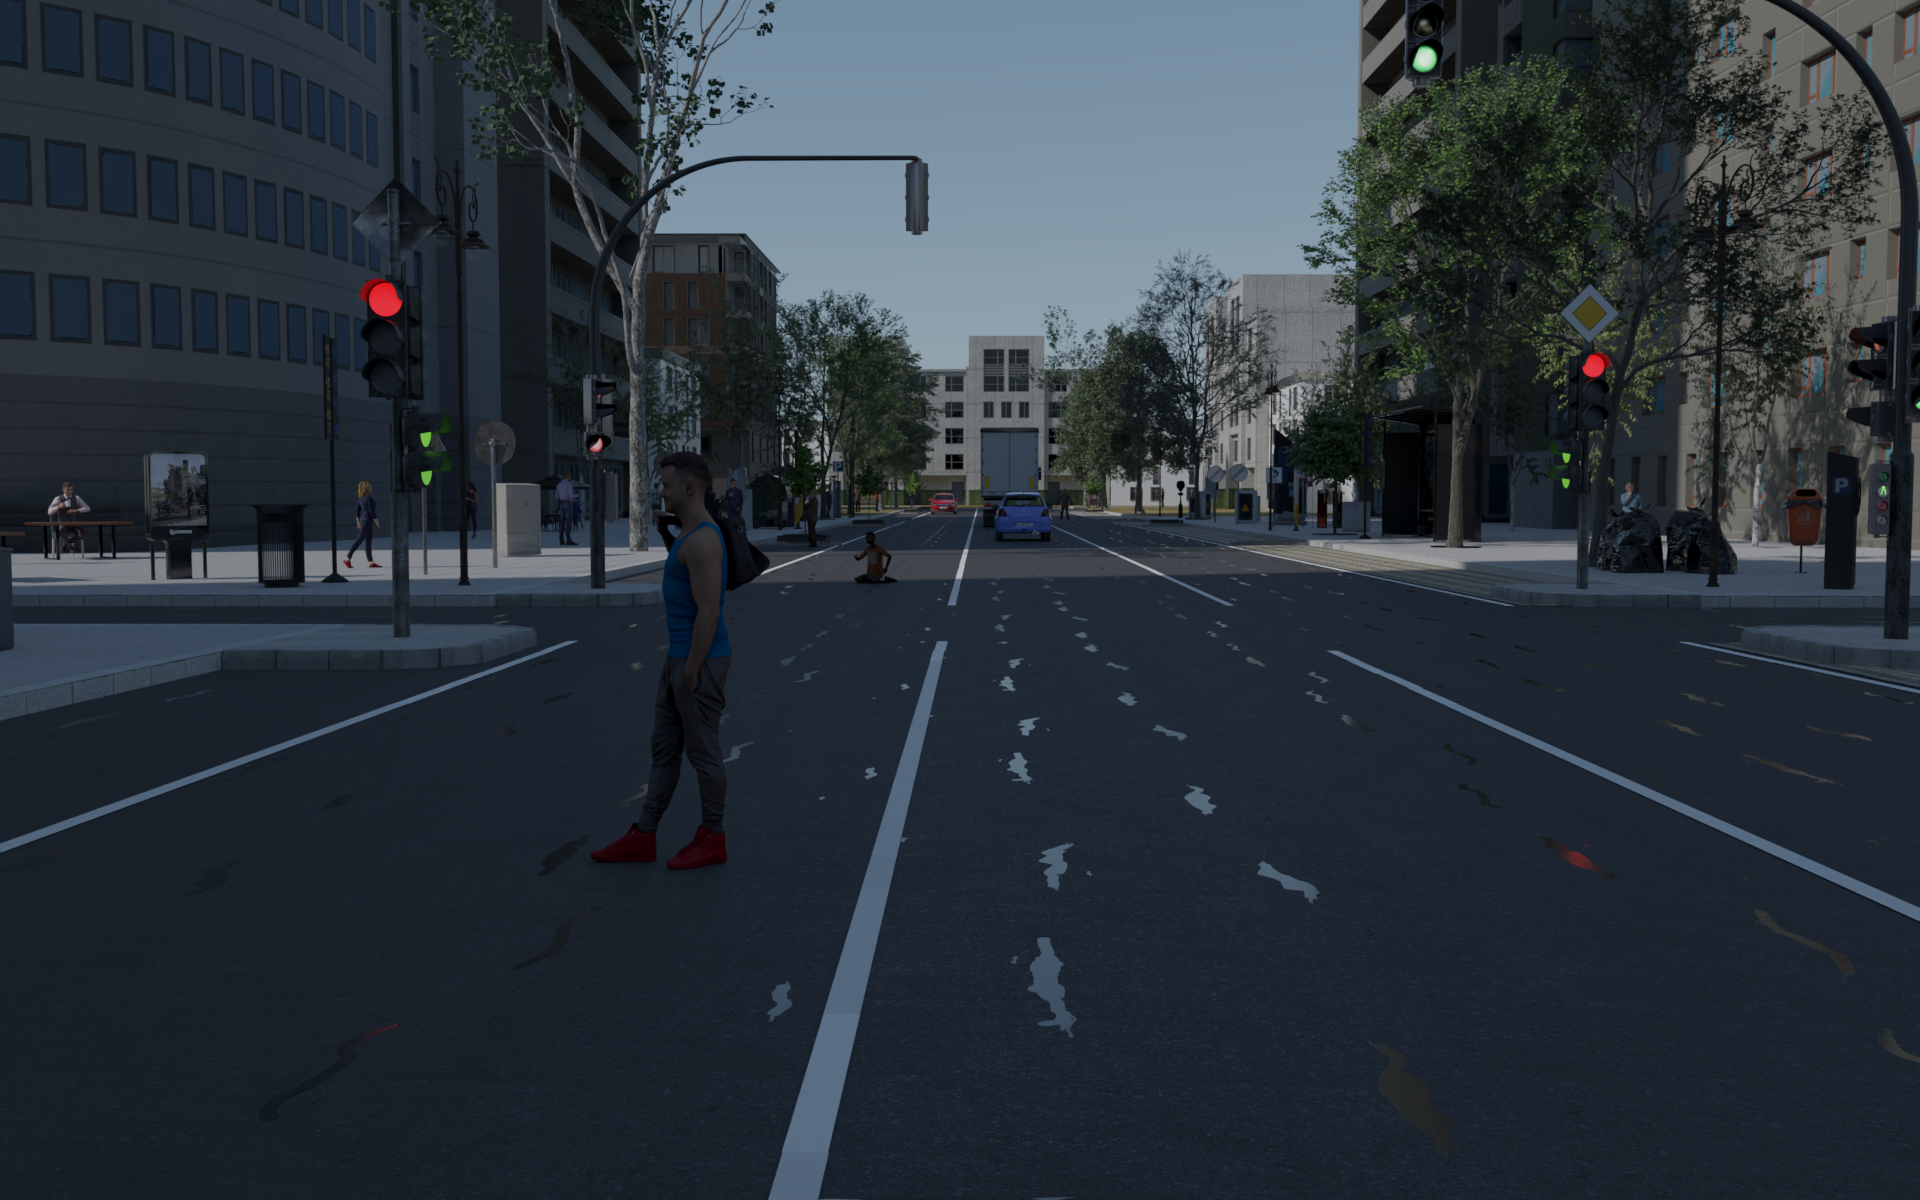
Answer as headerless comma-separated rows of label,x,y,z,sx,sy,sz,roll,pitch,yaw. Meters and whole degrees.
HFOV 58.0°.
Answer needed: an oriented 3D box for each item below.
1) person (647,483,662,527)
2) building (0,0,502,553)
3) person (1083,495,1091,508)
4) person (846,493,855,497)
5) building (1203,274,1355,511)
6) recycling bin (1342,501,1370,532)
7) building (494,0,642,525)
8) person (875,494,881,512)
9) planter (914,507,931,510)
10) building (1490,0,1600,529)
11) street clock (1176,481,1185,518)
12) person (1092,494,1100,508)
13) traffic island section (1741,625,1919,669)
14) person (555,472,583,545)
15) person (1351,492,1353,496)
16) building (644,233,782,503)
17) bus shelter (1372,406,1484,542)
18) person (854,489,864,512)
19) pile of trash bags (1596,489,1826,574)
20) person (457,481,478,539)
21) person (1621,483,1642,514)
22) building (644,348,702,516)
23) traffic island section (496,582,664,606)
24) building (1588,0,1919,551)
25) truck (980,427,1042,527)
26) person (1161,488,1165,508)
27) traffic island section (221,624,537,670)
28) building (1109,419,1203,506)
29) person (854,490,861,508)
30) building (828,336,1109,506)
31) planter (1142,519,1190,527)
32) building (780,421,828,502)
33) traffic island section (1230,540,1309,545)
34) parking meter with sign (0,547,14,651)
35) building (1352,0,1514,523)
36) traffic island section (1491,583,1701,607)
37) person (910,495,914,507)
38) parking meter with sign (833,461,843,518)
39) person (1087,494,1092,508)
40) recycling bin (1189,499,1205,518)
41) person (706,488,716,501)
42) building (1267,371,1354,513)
person,-11.986,-3.766,68.337,0.841,1.734,0.376,1,4,14
building,-27.433,-30.943,47.910,21.231,58.520,28.212,0,4,1
person,12.104,-9.537,162.759,1.217,1.735,0.721,2,4,34
person,-10.504,-9.758,166.316,1.217,1.736,0.721,2,4,33
building,31.173,-17.211,147.865,16.747,18.905,31.486,0,4,1
recycling bin,13.481,-2.836,58.926,0.722,1.027,0.722,3,5,41
building,-27.808,-28.034,82.062,21.300,48.544,21.600,0,4,1
person,-5.971,-7.300,125.338,0.705,1.831,1.348,-1,4,-17
planter,-3.037,-8.056,152.858,1.991,0.319,1.994,0,4,1
building,28.711,-18.185,69.027,14.160,30.474,14.107,0,4,1
street clock,11.813,-5.393,92.739,0.471,2.002,0.358,-3,5,-41
person,12.407,-9.262,158.011,0.617,1.759,0.750,2,4,27
traffic island section,8.326,0.421,15.402,2.009,0.180,2.903,0,4,1
person,-9.746,-2.288,43.316,0.709,1.838,0.599,3,4,37
person,22.827,-5.653,99.942,0.593,1.643,0.415,-2,4,-33
building,-32.898,-18.716,149.986,32.646,21.610,27.936,0,4,1
bus shelter,13.217,-3.547,49.275,1.731,3.624,6.357,0,4,1
person,-7.279,-7.148,123.044,1.348,1.807,0.705,3,4,36
pile of trash bags,12.271,-1.139,28.382,3.447,1.369,1.912,1,4,20
person,-14.128,-2.582,49.729,0.593,1.643,0.415,-1,4,-10
person,15.906,-2.003,41.002,0.499,1.552,0.429,3,4,37
building,-21.395,-10.476,113.426,9.099,9.664,28.070,0,4,1
traffic island section,-4.938,-0.078,23.553,2.009,0.180,2.903,0,4,1
building,36.347,-12.345,46.879,28.899,21.520,27.650,0,4,1
truck,2.300,-5.473,78.398,2.839,4.237,11.283,0,4,2
person,19.146,-9.652,163.860,0.705,1.822,1.348,1,4,23
traffic island section,-5.035,0.411,15.568,2.009,0.180,2.903,0,4,1
building,30.858,-15.600,197.211,28.070,9.664,9.099,0,4,1
person,-9.528,-9.373,159.826,0.617,1.759,0.750,2,4,30
building,1.075,-20.517,201.917,31.486,18.905,16.747,0,4,1
planter,9.065,-3.381,76.414,1.991,0.319,1.994,0,4,1
building,-28.746,-15.699,198.826,28.070,9.664,9.099,0,4,1
traffic island section,8.728,-1.611,49.206,1.991,0.108,1.994,0,4,1
parking meter with sign,-8.684,-1.090,14.079,1.738,3.016,0.543,0,4,-2
building,32.792,-28.290,86.248,21.300,48.544,21.600,0,4,1
traffic island section,8.423,-0.068,23.386,2.009,0.180,2.903,0,4,1
person,-4.855,-10.217,174.014,0.541,1.710,0.530,-3,5,-39
parking meter with sign,-6.580,-5.909,92.867,0.543,3.016,1.738,0,4,-7
person,12.071,-9.460,161.262,0.434,1.755,0.990,0,4,-3
recycling bin,12.427,-4.793,90.915,0.722,1.027,0.722,1,4,21
person,-11.882,-4.608,83.247,0.647,1.594,0.662,2,4,34
building,27.850,-10.784,118.462,9.099,9.664,28.070,0,4,1
